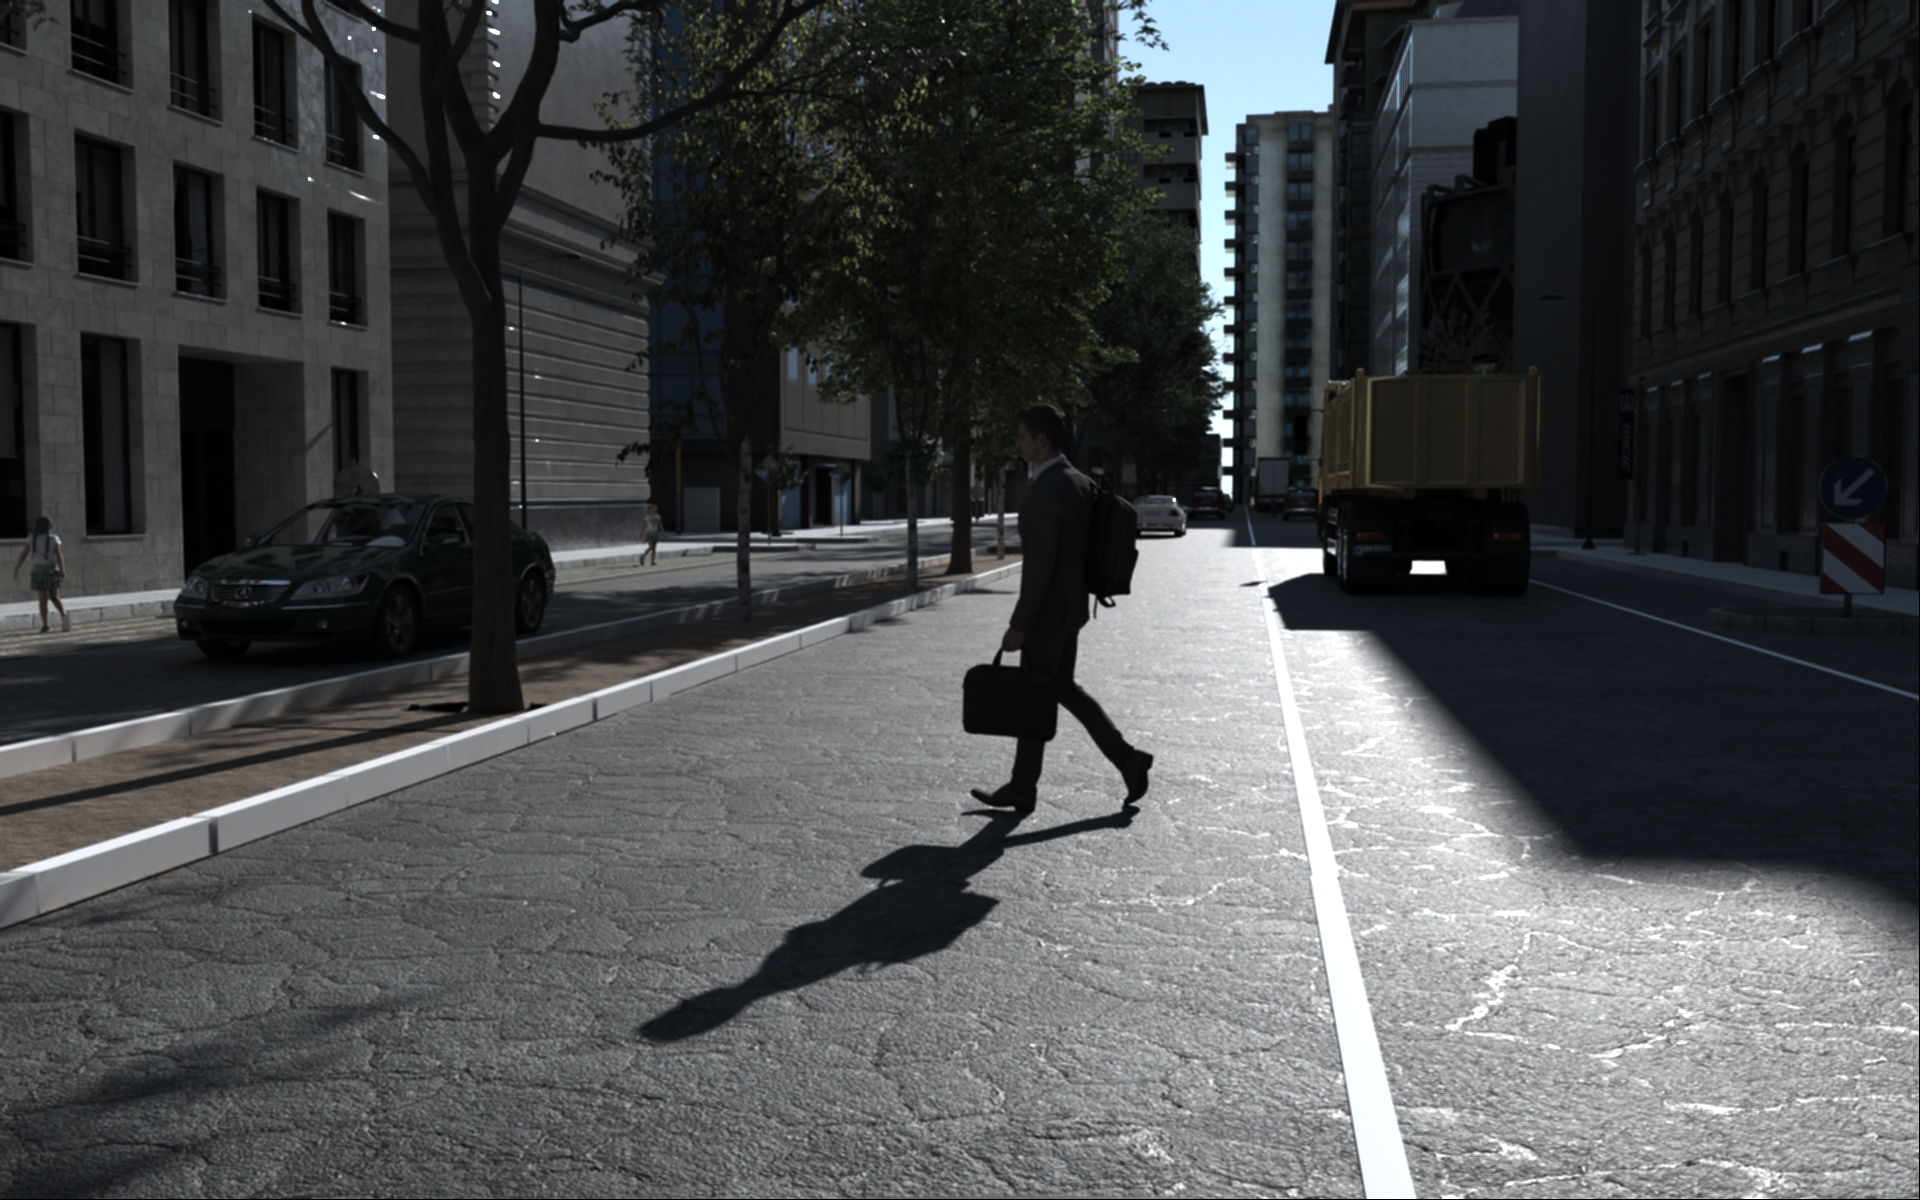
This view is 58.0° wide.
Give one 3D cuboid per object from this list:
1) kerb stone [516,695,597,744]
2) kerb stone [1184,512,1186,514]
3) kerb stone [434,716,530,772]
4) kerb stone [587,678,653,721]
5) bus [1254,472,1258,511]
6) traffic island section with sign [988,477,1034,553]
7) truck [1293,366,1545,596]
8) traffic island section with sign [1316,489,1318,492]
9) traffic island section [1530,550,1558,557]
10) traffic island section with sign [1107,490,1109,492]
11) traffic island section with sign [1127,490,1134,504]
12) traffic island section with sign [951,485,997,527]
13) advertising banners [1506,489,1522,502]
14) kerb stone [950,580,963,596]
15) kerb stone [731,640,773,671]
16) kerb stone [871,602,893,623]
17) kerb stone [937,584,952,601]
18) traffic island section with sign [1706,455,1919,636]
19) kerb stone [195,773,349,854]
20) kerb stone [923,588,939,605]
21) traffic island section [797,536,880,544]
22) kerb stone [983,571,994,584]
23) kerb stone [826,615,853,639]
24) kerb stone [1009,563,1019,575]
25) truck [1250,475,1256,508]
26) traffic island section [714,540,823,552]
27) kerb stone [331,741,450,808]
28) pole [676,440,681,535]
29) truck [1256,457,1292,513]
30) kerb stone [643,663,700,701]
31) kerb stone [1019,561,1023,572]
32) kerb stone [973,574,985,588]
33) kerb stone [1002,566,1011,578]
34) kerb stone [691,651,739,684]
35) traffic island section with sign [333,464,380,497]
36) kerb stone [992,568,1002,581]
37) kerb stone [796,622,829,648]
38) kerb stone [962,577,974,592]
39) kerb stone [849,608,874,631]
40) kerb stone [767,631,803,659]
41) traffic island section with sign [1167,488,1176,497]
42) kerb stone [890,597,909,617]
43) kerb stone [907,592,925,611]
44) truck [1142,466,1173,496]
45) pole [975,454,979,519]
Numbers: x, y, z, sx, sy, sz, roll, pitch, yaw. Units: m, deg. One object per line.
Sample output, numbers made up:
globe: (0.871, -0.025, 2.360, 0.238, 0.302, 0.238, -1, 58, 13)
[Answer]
kerb stone: (-2.446, 0.720, 10.431, 0.120, 0.150, 1.000, 1, 4, 9)
kerb stone: (15.989, -6.182, 123.276, 0.120, 0.150, 1.000, 1, 4, 9)
kerb stone: (-2.611, 0.782, 9.410, 0.120, 0.150, 1.000, 1, 4, 9)
kerb stone: (-2.270, 0.658, 11.443, 0.120, 0.150, 1.000, 1, 4, 9)
bus: (27.188, -9.787, 151.559, 2.896, 3.916, 12.252, 1, 4, 10)
traffic island section with sign: (1.817, -2.127, 42.906, 2.006, 1.907, 1.989, 1, 4, 9)
truck: (7.299, -1.971, 28.156, 3.469, 3.379, 9.791, 1, 4, 9)
traffic island section with sign: (30.522, -8.597, 149.181, 1.989, 1.847, 2.006, 1, 4, 9)
traffic island section: (12.816, -1.137, 40.873, 2.009, 0.180, 2.903, 1, 4, 9)
traffic island section with sign: (13.272, -8.800, 152.511, 1.989, 1.847, 2.006, 1, 4, 9)
traffic island section with sign: (17.795, -10.495, 180.214, 1.989, 1.847, 2.006, 1, 4, 9)
traffic island section with sign: (0.741, -4.112, 75.863, 1.989, 1.847, 2.006, 1, 4, 9)
advertising banners: (15.515, -3.185, 48.269, 0.090, 3.025, 2.074, 0, 4, 4)
kerb stone: (-0.128, -0.145, 24.600, 0.120, 0.150, 1.000, 1, 4, 9)
kerb stone: (-1.776, 0.473, 14.470, 0.120, 0.150, 1.000, 1, 4, 9)
kerb stone: (-0.948, 0.162, 19.542, 0.120, 0.150, 1.000, 1, 4, 9)
kerb stone: (-0.285, -0.085, 23.584, 0.120, 0.150, 1.000, 1, 4, 9)
traffic island section with sign: (9.185, -0.608, 18.572, 1.989, 1.847, 2.006, 1, 4, 9)
kerb stone: (-2.929, 0.906, 7.388, 0.120, 0.150, 1.000, 1, 4, 9)
kerb stone: (-0.457, -0.023, 22.576, 0.120, 0.150, 1.000, 1, 4, 9)
traffic island section: (-3.553, -1.795, 51.633, 2.009, 0.180, 2.903, 1, 4, 9)
kerb stone: (0.370, -0.333, 27.634, 0.120, 0.150, 1.000, 1, 4, 9)
kerb stone: (-1.282, 0.288, 17.517, 0.120, 0.150, 1.000, 1, 4, 9)
kerb stone: (0.875, -0.518, 30.667, 0.120, 0.150, 1.000, 1, 4, 9)
truck: (31.134, -10.985, 175.530, 3.469, 3.379, 9.791, 1, 4, 9)
traffic island section: (-4.841, -1.313, 43.752, 2.009, 0.180, 2.903, 1, 4, 9)
kerb stone: (-2.768, 0.844, 8.397, 0.120, 0.150, 1.000, 1, 4, 9)
pole: (-8.924, -3.733, 54.881, 0.158, 3.312, 0.155, 0, 3, 0)
truck: (24.803, -9.049, 136.863, 2.839, 4.237, 11.283, 1, 4, 10)
kerb stone: (-2.102, 0.596, 12.452, 0.120, 0.150, 1.000, 1, 4, 9)
kerb stone: (1.030, -0.580, 31.686, 0.120, 0.150, 1.000, 1, 4, 9)
kerb stone: (0.208, -0.271, 26.625, 0.120, 0.150, 1.000, 1, 4, 9)
kerb stone: (0.703, -0.456, 29.650, 0.120, 0.150, 1.000, 1, 4, 9)
kerb stone: (-1.944, 0.534, 13.461, 0.120, 0.150, 1.000, 1, 4, 9)
traffic island section with sign: (-8.020, -0.833, 22.245, 1.989, 1.847, 2.006, 1, 4, 9)
kerb stone: (0.530, -0.394, 28.643, 0.120, 0.150, 1.000, 1, 4, 9)
kerb stone: (-1.446, 0.349, 16.489, 0.120, 0.150, 1.000, 1, 4, 9)
kerb stone: (0.040, -0.207, 25.609, 0.120, 0.150, 1.000, 1, 4, 9)
kerb stone: (-1.110, 0.225, 18.524, 0.120, 0.150, 1.000, 1, 4, 9)
kerb stone: (-1.614, 0.411, 15.479, 0.120, 0.150, 1.000, 1, 4, 9)
traffic island section with sign: (15.128, -7.109, 124.375, 2.006, 1.907, 1.989, 1, 4, 9)
kerb stone: (-0.789, 0.100, 20.558, 0.120, 0.150, 1.000, 1, 4, 9)
kerb stone: (-0.622, 0.038, 21.568, 0.120, 0.150, 1.000, 1, 4, 9)
truck: (20.077, -11.413, 175.516, 2.839, 4.237, 11.283, 1, 4, 9)
pole: (0.875, -5.722, 87.401, 0.158, 3.312, 0.155, 0, 3, 0)
